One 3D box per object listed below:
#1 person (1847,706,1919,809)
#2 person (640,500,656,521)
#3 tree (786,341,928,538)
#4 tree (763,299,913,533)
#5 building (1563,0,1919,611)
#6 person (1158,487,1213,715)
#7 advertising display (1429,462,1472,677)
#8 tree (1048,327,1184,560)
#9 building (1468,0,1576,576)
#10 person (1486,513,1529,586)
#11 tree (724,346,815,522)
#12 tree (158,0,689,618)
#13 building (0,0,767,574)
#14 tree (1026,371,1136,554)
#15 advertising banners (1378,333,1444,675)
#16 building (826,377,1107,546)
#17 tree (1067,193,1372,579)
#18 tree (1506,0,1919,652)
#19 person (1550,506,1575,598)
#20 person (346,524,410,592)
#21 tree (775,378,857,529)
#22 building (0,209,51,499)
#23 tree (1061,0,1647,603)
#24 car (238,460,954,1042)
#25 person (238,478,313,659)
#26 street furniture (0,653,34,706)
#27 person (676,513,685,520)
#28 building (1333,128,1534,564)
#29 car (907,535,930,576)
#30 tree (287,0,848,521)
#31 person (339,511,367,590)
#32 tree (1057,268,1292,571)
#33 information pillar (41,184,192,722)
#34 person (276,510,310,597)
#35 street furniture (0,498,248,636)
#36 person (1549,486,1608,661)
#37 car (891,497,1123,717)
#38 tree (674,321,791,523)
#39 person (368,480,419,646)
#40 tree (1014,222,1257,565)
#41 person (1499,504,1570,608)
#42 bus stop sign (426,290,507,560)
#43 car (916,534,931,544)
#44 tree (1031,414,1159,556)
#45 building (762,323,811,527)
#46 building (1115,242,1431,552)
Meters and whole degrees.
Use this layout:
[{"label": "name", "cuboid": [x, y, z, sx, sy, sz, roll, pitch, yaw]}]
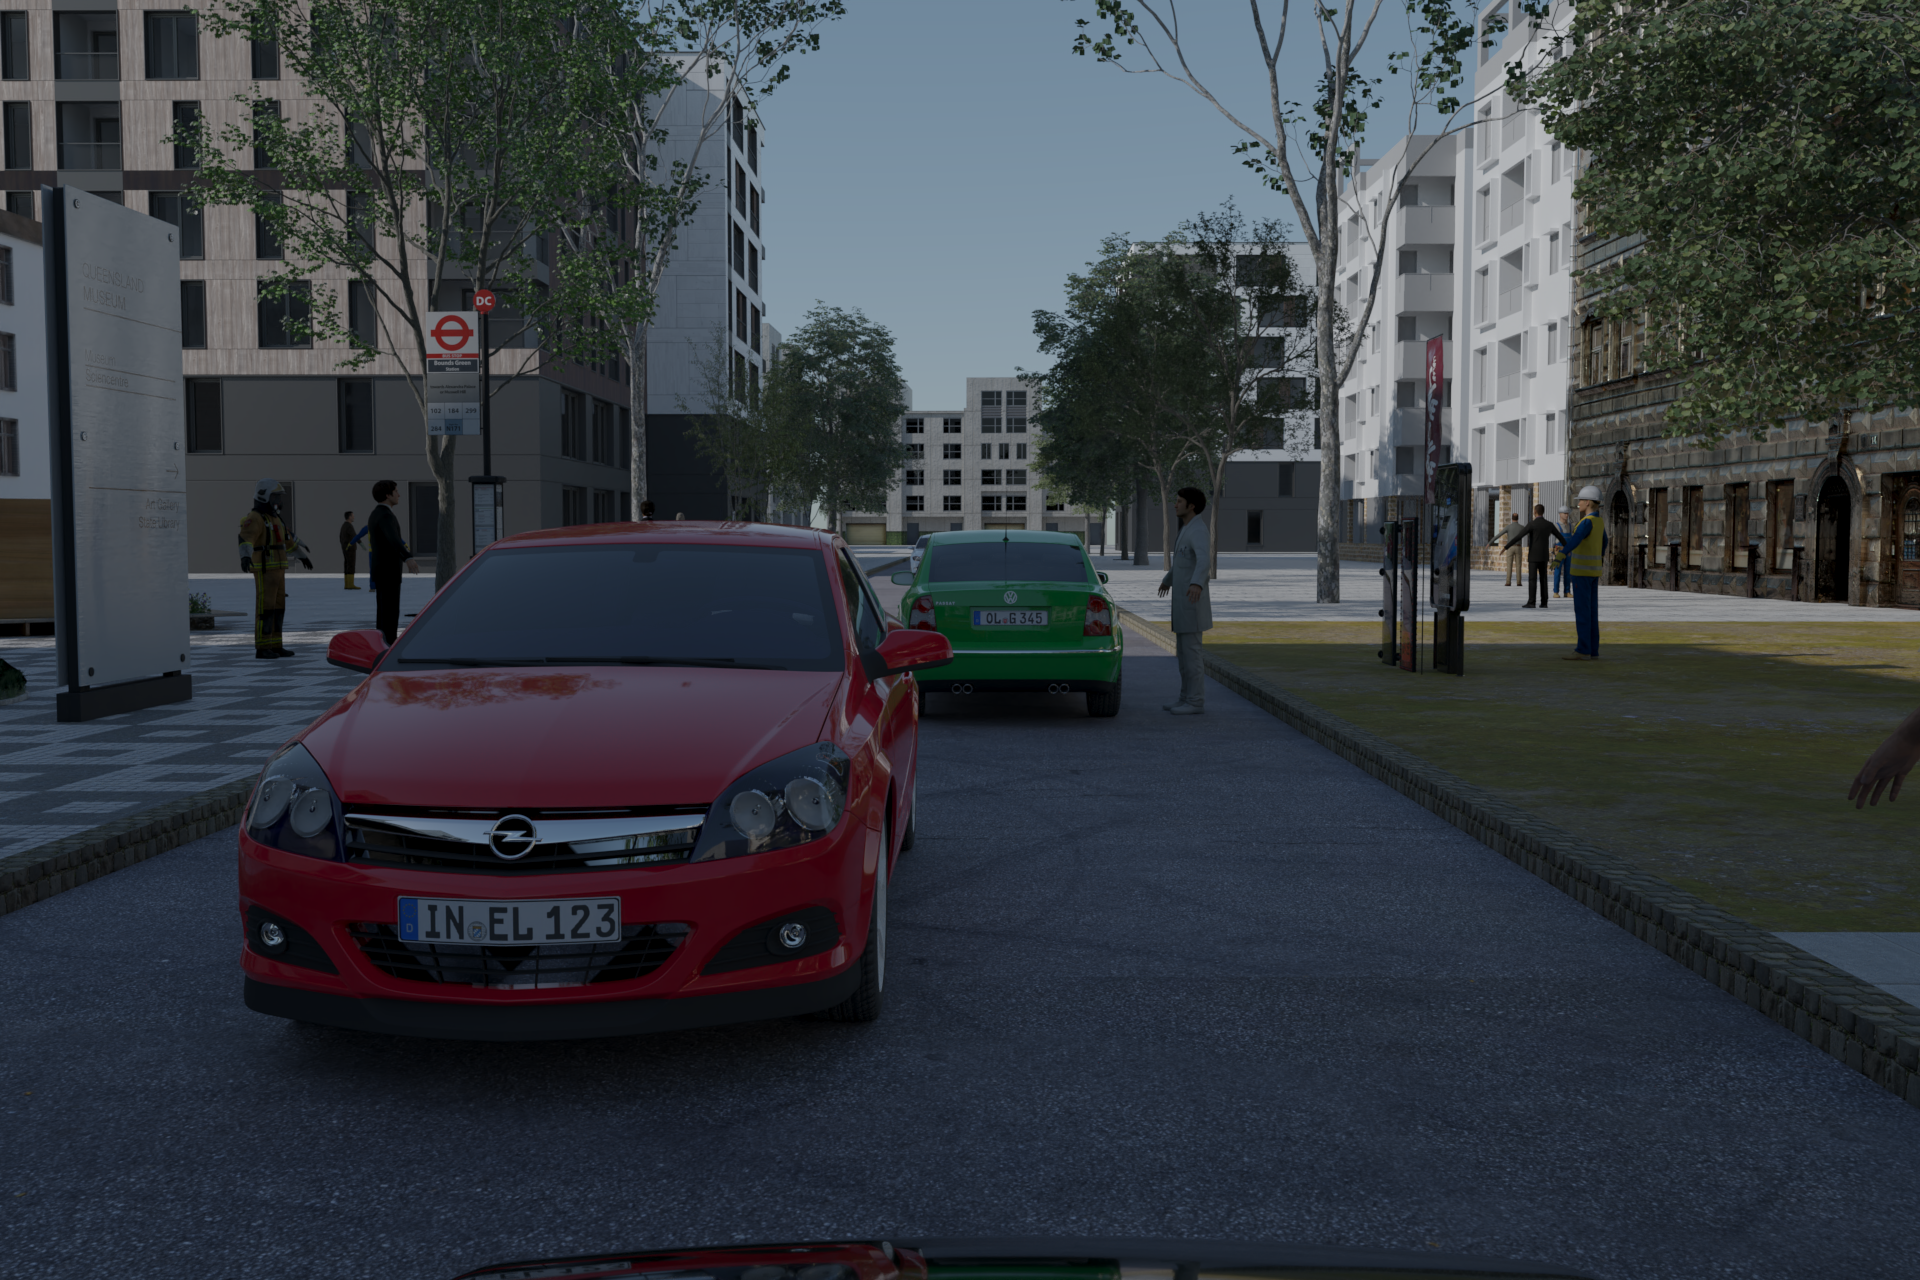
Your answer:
[{"label": "person", "cuboid": [1.817, 0.359, 2.710, 0.704, 1.817, 1.347, 0, 4, 2]}, {"label": "person", "cuboid": [-4.260, -1.029, 23.547, 1.216, 1.740, 0.721, -1, 4, -19]}, {"label": "tree", "cuboid": [-7.673, -12.219, 110.149, 12.009, 13.543, 11.850, 0, 3, 0]}, {"label": "tree", "cuboid": [-7.010, -11.562, 95.690, 9.857, 13.997, 8.962, 0, 3, 0]}, {"label": "building", "cuboid": [25.104, -12.539, 35.935, 19.493, 23.208, 18.063, 0, 4, 1]}, {"label": "person", "cuboid": [1.817, -0.322, 13.902, 0.705, 1.806, 1.347, 0, 4, -4]}, {"label": "advertising display", "cuboid": [4.519, -0.659, 15.982, 0.123, 1.923, 0.974, 0, 4, 1]}, {"label": "tree", "cuboid": [8.030, -9.722, 84.712, 9.928, 11.665, 9.643, 0, 3, 0]}, {"label": "building", "cuboid": [23.488, -12.497, 60.744, 16.016, 20.090, 11.380, 0, 4, 1]}, {"label": "person", "cuboid": [13.606, -2.216, 42.502, 1.348, 1.796, 0.705, 1, 4, 14]}, {"label": "tree", "cuboid": [-7.811, -7.237, 68.692, 4.737, 8.622, 4.395, 0, 3, 0]}, {"label": "tree", "cuboid": [-7.952, -6.158, 26.439, 9.928, 11.665, 9.643, 0, 3, 0]}, {"label": "building", "cuboid": [-23.890, -13.927, 71.687, 27.936, 21.610, 32.646, 0, 4, 1]}, {"label": "tree", "cuboid": [8.014, -11.726, 109.853, 7.486, 12.596, 7.792, 0, 3, 0]}, {"label": "advertising banners", "cuboid": [4.213, -1.225, 16.220, 0.090, 3.025, 2.074, 0, 4, 1]}, {"label": "building", "cuboid": [1.120, -20.389, 202.268, 31.486, 18.905, 16.747, 0, 4, 3]}, {"label": "tree", "cuboid": [7.071, -6.980, 48.530, 8.767, 10.594, 7.601, 1, 4, 10]}, {"label": "tree", "cuboid": [10.576, -6.818, 18.126, 9.857, 13.997, 8.962, 0, 3, 0]}, {"label": "person", "cuboid": [12.135, -1.770, 34.804, 1.347, 1.847, 0.705, -1, 4, -10]}, {"label": "person", "cuboid": [-12.871, -1.977, 38.299, 1.349, 1.833, 0.705, -1, 4, -16]}, {"label": "tree", "cuboid": [-7.245, -8.067, 82.255, 4.360, 8.622, 3.978, 0, 3, 0]}, {"label": "building", "cuboid": [-25.506, -5.597, 33.651, 9.099, 9.664, 28.070, 0, 3, 0]}, {"label": "tree", "cuboid": [5.856, -10.678, 30.468, 12.611, 20.169, 13.585, 0, 3, 0]}, {"label": "car", "cuboid": [-1.095, 0.159, 6.435, 2.155, 1.783, 4.494, 0, 4, 0]}, {"label": "person", "cuboid": [-7.111, -0.742, 17.897, 0.705, 1.858, 1.354, 0, 4, 6]}, {"label": "street furniture", "cuboid": [-10.443, 0.268, 11.247, 5.734, 0.657, 10.072, 1, 4, 14]}, {"label": "person", "cuboid": [-7.016, -2.283, 43.462, 1.348, 1.813, 0.705, -1, 4, -20]}, {"label": "building", "cuboid": [23.618, -13.976, 84.922, 16.016, 20.090, 11.380, 0, 4, 0]}, {"label": "car", "cuboid": [-0.735, -2.809, 57.930, 2.014, 1.417, 4.499, 0, 4, 0]}, {"label": "tree", "cuboid": [-9.444, -11.460, 43.263, 12.611, 20.169, 13.585, 0, 3, 0]}, {"label": "person", "cuboid": [-14.061, -2.070, 39.983, 0.704, 1.812, 1.346, -3, 5, -40]}, {"label": "tree", "cuboid": [7.292, -7.678, 59.952, 8.767, 10.594, 7.601, 1, 4, 14]}, {"label": "information pillar", "cuboid": [-6.060, -1.297, 12.520, 0.184, 3.620, 1.656, 0, 4, 1]}, {"label": "person", "cuboid": [-13.938, -1.803, 35.255, 1.354, 1.856, 0.705, 0, 4, 1]}, {"label": "street furniture", "cuboid": [-13.807, -1.070, 24.346, 9.812, 1.723, 11.010, -3, 5, -42]}, {"label": "person", "cuboid": [6.334, -0.688, 17.718, 0.721, 1.772, 1.216, 3, 5, 41]}, {"label": "car", "cuboid": [0.361, -0.376, 14.942, 1.959, 1.807, 4.718, 0, 4, 0]}, {"label": "tree", "cuboid": [-7.767, -6.700, 59.901, 4.360, 8.622, 3.978, 0, 3, 0]}, {"label": "person", "cuboid": [-5.542, -0.652, 16.853, 0.705, 1.806, 1.347, -2, 4, -31]}, {"label": "tree", "cuboid": [7.345, -10.041, 70.829, 9.857, 13.997, 8.962, 0, 3, 0]}, {"label": "person", "cuboid": [10.012, -1.456, 30.028, 1.346, 1.802, 0.704, -1, 4, -13]}, {"label": "bus stop sign", "cuboid": [-5.409, -1.854, 19.021, 0.855, 3.939, 0.416, 0, 4, 2]}, {"label": "car", "cuboid": [-1.199, -4.796, 88.635, 2.015, 1.641, 3.980, 0, 4, 1]}, {"label": "tree", "cuboid": [8.321, -10.201, 101.202, 8.767, 10.594, 7.601, 0, 4, 0]}, {"label": "building", "cuboid": [-23.988, -18.027, 161.205, 16.747, 18.905, 31.486, 0, 4, 1]}, {"label": "building", "cuboid": [26.100, -17.964, 137.679, 27.936, 21.610, 32.646, 0, 4, 0]}]
